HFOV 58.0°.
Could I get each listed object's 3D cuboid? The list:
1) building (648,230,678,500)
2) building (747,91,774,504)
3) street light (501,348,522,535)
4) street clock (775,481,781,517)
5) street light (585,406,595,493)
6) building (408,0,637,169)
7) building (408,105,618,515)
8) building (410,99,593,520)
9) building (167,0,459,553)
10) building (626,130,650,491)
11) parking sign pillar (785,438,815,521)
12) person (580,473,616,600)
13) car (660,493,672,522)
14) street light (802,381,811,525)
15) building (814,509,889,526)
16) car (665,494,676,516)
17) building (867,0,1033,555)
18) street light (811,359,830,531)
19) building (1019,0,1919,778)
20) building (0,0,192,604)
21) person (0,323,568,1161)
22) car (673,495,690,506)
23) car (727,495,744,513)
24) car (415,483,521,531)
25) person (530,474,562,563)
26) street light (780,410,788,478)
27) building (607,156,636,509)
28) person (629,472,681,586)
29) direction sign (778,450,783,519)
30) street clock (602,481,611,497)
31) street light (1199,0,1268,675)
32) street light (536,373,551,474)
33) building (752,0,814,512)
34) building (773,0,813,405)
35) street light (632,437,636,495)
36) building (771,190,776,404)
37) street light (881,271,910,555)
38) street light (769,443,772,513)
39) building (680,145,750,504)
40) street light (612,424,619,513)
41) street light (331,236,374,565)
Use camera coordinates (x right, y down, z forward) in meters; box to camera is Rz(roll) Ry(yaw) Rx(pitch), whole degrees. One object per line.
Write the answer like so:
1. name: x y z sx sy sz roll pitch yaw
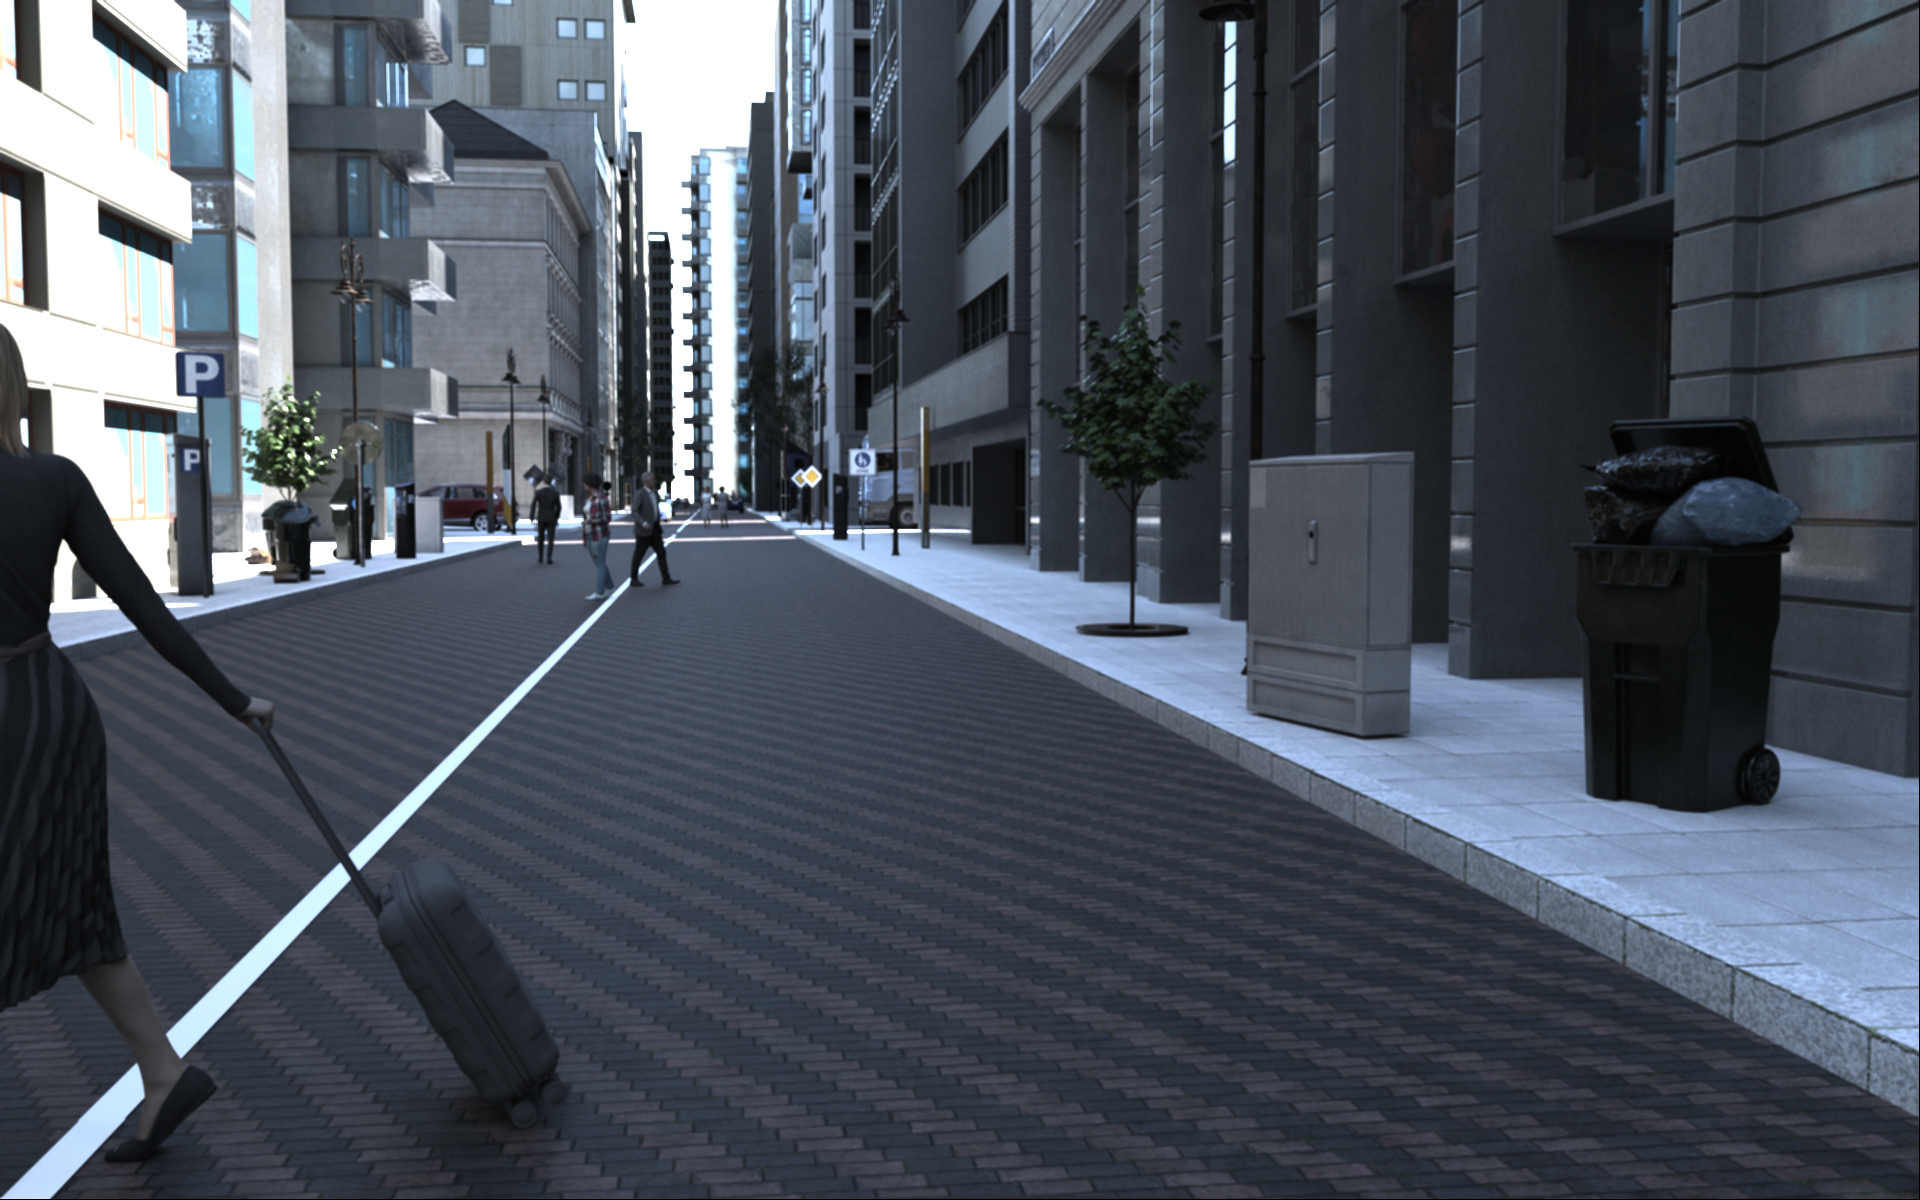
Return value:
1. building: -51.254 -33.394 237.877 23.993 40.220 32.217 0 4 -8
2. building: -14.284 -35.634 206.322 21.300 48.544 21.600 0 4 -8
3. street light: -14.128 -5.008 54.675 0.468 5.910 1.993 0 4 -8
4. street clock: -10.022 -5.624 96.517 0.471 2.002 0.358 0 4 8
5. street light: -19.354 -7.212 90.709 0.468 5.910 1.993 0 4 -8
6. building: -45.916 -35.311 166.578 28.713 52.752 27.495 0 4 -8
7. building: -29.729 -18.231 116.099 12.078 24.808 19.932 0 4 -8
8. building: -25.027 -14.405 86.434 10.553 20.767 40.483 0 4 -8
9. building: -29.509 -25.958 44.026 30.456 49.044 23.786 0 4 -8
10. building: -41.521 -30.882 188.507 14.154 41.232 14.086 0 4 -8
11. parking sign pillar: -7.745 -5.815 83.543 1.447 3.967 1.447 -1 4 -15
12. person: -4.904 -0.869 23.547 0.643 1.720 0.563 -3 4 -37
13. car: -15.664 -4.819 88.386 1.945 1.707 3.694 0 4 -7
14. street light: -6.192 -6.011 71.072 0.468 5.910 1.993 0 4 -8
15. building: 3.961 -39.166 78.611 20.611 71.187 20.563 0 4 -8
16. car: -19.830 -6.287 114.588 2.131 1.459 4.920 0 4 -7
17. building: 5.913 -13.802 44.735 14.314 24.678 30.058 0 4 -8
18. street light: -4.720 -5.301 59.466 0.468 5.910 1.993 0 4 -8
19. building: 8.584 -14.513 14.785 11.434 29.767 29.804 0 4 -8
20. building: -23.092 -10.040 9.193 27.650 21.520 28.899 0 4 -8
21. person: -1.614 0.309 3.671 1.509 1.804 0.699 -1 4 -21
22. car: -32.380 -11.574 201.813 1.945 1.354 3.894 0 4 -7
23. car: -17.158 -7.191 130.148 1.945 1.354 3.894 -1 4 -9
24. car: -18.589 -3.293 62.515 5.304 1.827 2.281 0 4 -7
25. person: -8.584 -1.687 35.862 0.659 1.850 0.755 -1 4 -16
26. street light: -9.615 -7.471 94.933 0.468 5.910 1.993 0 4 -8
27. building: -35.072 -22.940 146.763 14.160 30.474 14.107 0 4 -8
28. person: -4.785 -1.106 26.975 0.834 1.777 0.661 1 4 21
29. direction sign: -9.190 -5.955 89.368 0.379 3.537 0.876 0 4 0
30. street clock: -20.222 -5.791 99.248 0.471 2.002 0.358 -2 4 -24
31. street light: 2.089 -2.406 12.131 0.468 5.910 1.993 0 4 -8
32. street light: -15.963 -5.734 66.543 0.468 5.910 1.993 0 4 -8
33. building: -3.106 -49.364 119.776 22.319 86.520 31.000 0 4 -8
34. building: -9.227 -30.788 153.498 14.600 45.320 14.200 0 4 -8
35. street light: -26.098 -10.125 138.333 0.468 5.910 1.993 0 4 -8
36. building: -11.287 -24.234 167.929 14.160 30.474 14.107 0 4 -8
37. street light: -1.349 -3.873 36.110 0.468 5.910 1.993 0 4 -8
38. street light: -12.934 -8.900 118.296 0.468 5.910 1.993 0 4 -8
39. building: -22.776 -37.828 238.097 30.456 49.044 23.786 0 4 -8
40. street light: -22.818 -8.696 114.965 0.468 5.910 1.993 0 4 -8
41. street light: -10.928 -3.578 31.295 0.468 5.910 1.993 0 4 -8
